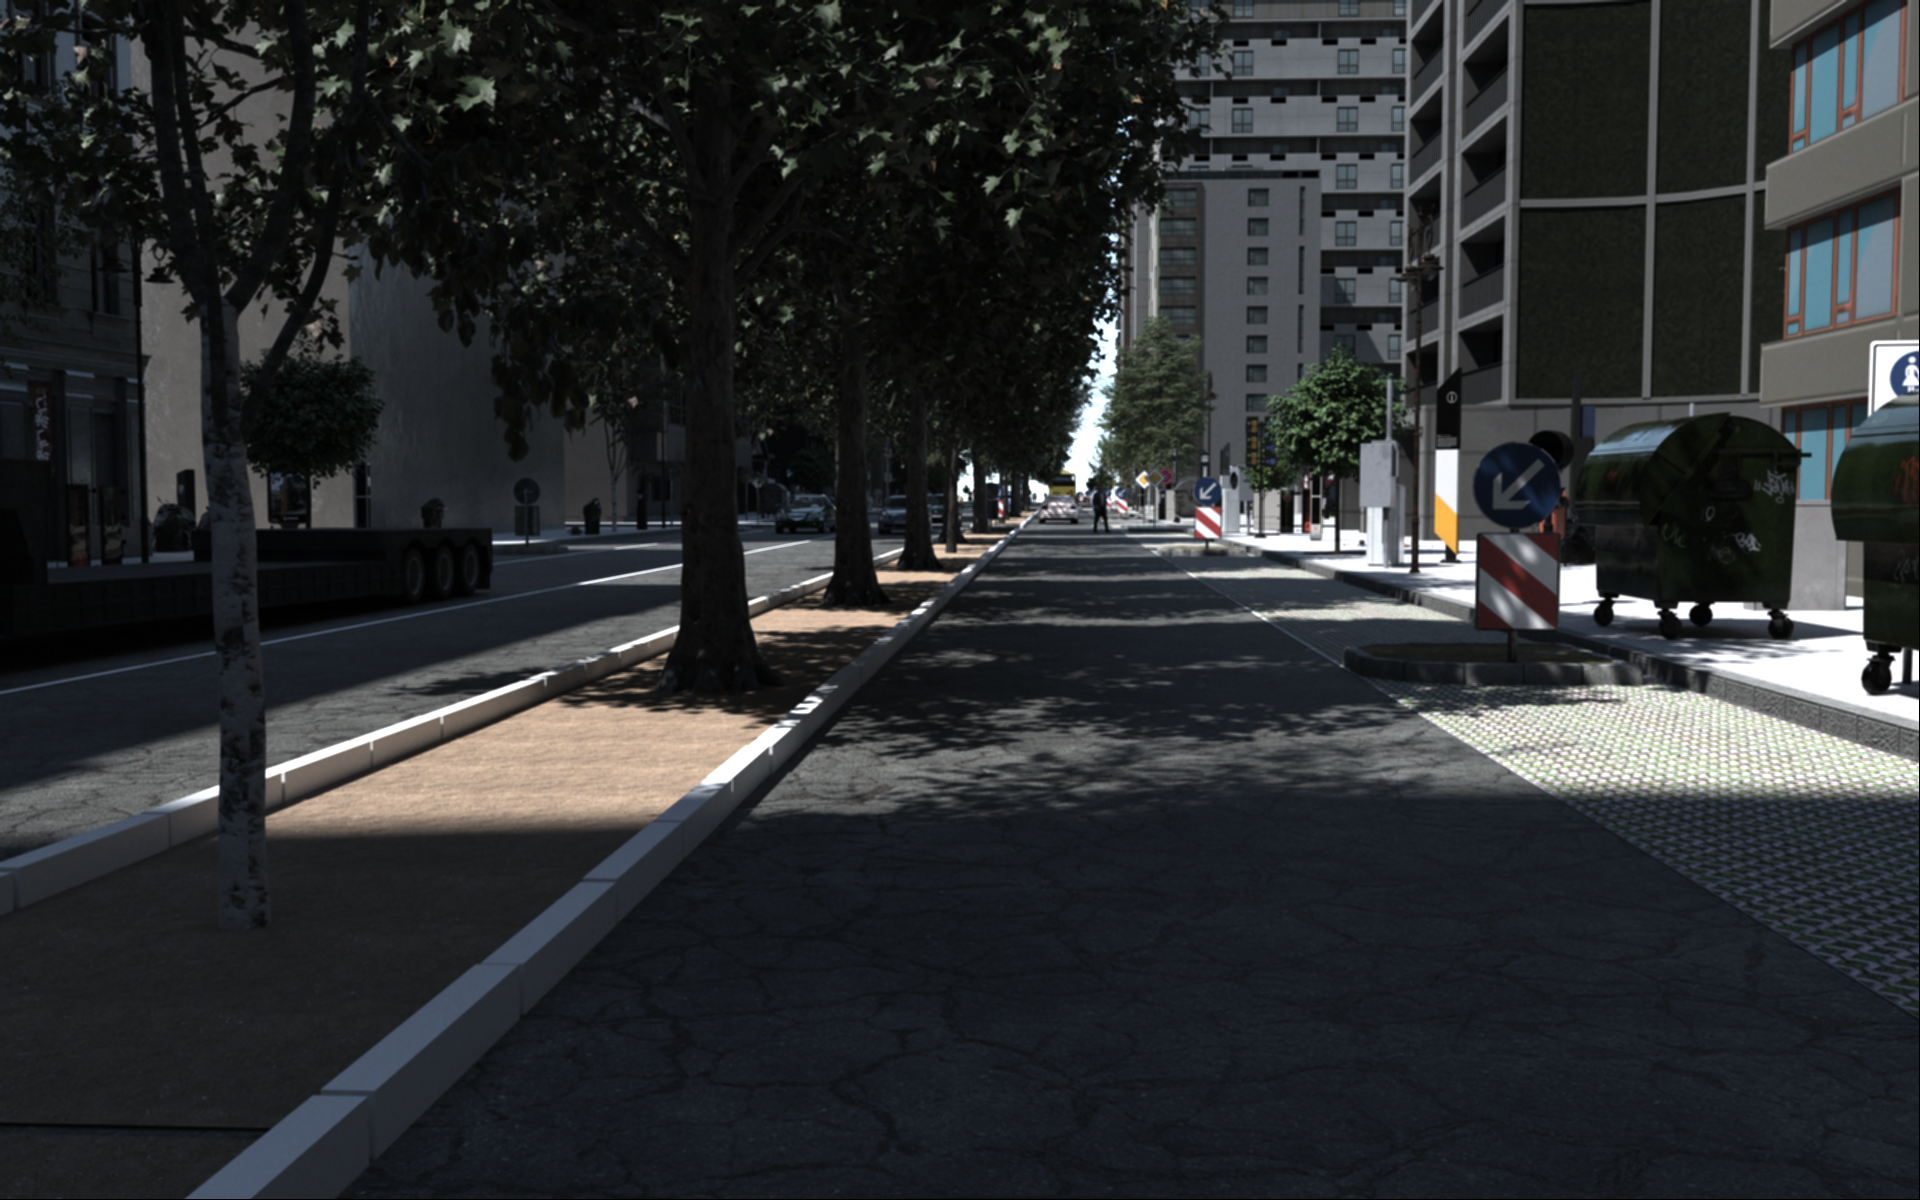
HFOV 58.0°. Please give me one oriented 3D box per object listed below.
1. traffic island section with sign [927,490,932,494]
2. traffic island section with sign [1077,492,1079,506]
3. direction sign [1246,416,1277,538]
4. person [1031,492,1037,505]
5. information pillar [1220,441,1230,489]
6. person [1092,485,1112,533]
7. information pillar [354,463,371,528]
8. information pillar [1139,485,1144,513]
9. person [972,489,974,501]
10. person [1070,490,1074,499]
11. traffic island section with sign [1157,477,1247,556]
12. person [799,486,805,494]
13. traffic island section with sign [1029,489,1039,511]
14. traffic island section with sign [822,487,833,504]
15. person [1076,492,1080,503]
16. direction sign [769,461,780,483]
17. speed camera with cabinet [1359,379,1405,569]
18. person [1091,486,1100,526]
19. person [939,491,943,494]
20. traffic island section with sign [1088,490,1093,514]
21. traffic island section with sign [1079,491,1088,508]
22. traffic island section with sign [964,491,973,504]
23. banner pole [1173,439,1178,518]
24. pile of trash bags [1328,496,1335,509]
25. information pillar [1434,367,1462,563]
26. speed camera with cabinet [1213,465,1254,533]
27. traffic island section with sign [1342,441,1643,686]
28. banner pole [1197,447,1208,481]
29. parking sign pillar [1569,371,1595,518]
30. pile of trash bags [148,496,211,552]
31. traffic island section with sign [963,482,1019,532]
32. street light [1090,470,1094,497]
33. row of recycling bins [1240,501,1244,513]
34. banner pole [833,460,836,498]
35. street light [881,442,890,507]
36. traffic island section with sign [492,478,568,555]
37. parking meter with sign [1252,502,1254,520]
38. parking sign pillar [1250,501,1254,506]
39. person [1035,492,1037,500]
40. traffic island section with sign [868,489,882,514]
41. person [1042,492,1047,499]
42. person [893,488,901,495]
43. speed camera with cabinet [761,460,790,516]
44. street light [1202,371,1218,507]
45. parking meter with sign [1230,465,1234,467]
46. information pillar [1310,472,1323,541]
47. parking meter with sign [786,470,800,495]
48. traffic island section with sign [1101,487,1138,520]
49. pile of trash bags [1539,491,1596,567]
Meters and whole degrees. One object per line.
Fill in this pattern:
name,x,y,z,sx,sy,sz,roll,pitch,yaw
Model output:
traffic island section with sign,-3.116,-10.069,173.262,1.989,1.847,2.006,0,4,3
traffic island section with sign,14.646,-11.719,200.238,1.989,1.847,2.006,0,4,3
direction sign,8.796,-3.585,50.619,0.876,3.537,0.379,0,4,7
person,10.096,-13.906,236.795,0.756,1.711,0.436,1,4,18
information pillar,11.779,-5.234,76.923,0.504,3.616,0.183,-2,4,-32
person,5.238,-3.370,63.995,0.661,1.777,0.834,-3,4,-38
information pillar,-14.308,-2.264,41.508,0.304,2.012,0.304,0,4,-6
information pillar,12.079,-6.775,115.260,0.304,2.012,0.304,-1,4,-14
person,1.028,-6.743,118.762,0.388,1.821,0.555,0,4,2
person,10.660,-9.591,165.246,0.705,1.831,1.348,1,4,12
traffic island section with sign,5.659,-1.967,40.788,1.989,1.847,2.006,0,4,3
person,-7.732,-4.705,85.441,0.388,1.821,0.555,1,4,21
traffic island section with sign,5.790,-8.581,148.441,2.006,1.907,1.989,0,4,3
traffic island section with sign,-7.421,-5.402,96.944,1.989,1.847,2.006,0,4,3
person,17.966,-15.574,263.796,0.551,1.740,0.621,-1,4,-14
direction sign,-12.825,-7.791,119.378,0.876,3.537,0.379,0,4,8
speed camera with cabinet,7.470,-2.219,30.611,0.660,3.252,2.038,1,4,21
person,6.032,-4.166,76.872,0.793,1.790,0.793,-1,4,-18
person,-2.141,-11.143,190.788,1.348,1.812,0.705,1,4,17
traffic island section with sign,10.269,-6.966,122.522,1.989,1.847,2.006,0,4,3
traffic island section with sign,13.138,-10.070,173.279,1.989,1.847,2.006,0,4,3
traffic island section with sign,1.555,-15.124,255.903,1.989,1.847,2.006,0,4,3
banner pole,9.774,-5.422,78.670,0.401,3.779,0.863,0,4,-6
pile of trash bags,29.533,-7.533,132.915,3.447,1.369,1.912,1,4,15
information pillar,9.070,-2.495,32.155,0.183,3.616,0.504,-3,5,-42
speed camera with cabinet,8.910,-3.801,56.486,0.660,3.252,2.038,-1,4,-15
traffic island section with sign,4.147,-0.321,13.875,1.989,1.847,2.006,0,4,3
banner pole,12.983,-6.292,92.895,0.863,3.779,0.401,2,4,24
parking sign pillar,13.892,-3.075,38.752,1.447,3.967,1.447,1,4,17
pile of trash bags,-18.133,-1.759,38.517,1.912,1.369,3.447,2,4,34
traffic island section with sign,1.138,-3.541,66.026,2.006,1.907,1.989,0,4,3
street light,23.162,-20.460,307.301,0.468,5.910,1.993,0,4,3
row of recycling bins,17.882,-6.794,118.201,1.069,1.692,3.534,-3,5,-44
banner pole,-8.529,-7.797,117.500,0.401,3.779,0.863,1,4,15
street light,-6.520,-10.745,148.468,0.468,5.910,1.993,0,4,3
traffic island section with sign,-10.541,-2.021,41.673,1.989,1.847,2.006,0,4,3
parking meter with sign,15.096,-5.589,87.649,0.543,3.016,1.738,1,4,17
parking sign pillar,23.968,-9.406,142.266,1.447,3.967,1.447,-3,4,-38
person,13.222,-17.720,299.014,0.721,1.735,1.217,0,4,-6
traffic island section with sign,-5.886,-7.064,124.124,1.989,1.847,2.006,0,4,3
person,13.215,-15.850,267.658,1.348,1.822,0.705,-1,4,-11
person,-5.135,-8.152,141.153,0.474,1.900,0.648,2,4,31
speed camera with cabinet,-10.692,-6.486,100.389,2.038,3.252,0.660,3,5,45
street light,9.332,-5.631,64.847,0.468,5.910,1.993,0,4,3
parking meter with sign,16.287,-6.687,105.601,0.543,3.016,1.738,0,4,0
information pillar,9.818,-2.642,47.693,0.304,2.012,0.304,1,4,17
parking meter with sign,-11.646,-7.722,122.522,0.543,3.016,1.738,-2,4,-35
traffic island section with sign,8.692,-5.261,94.640,1.989,1.847,2.006,0,4,3
pile of trash bags,11.626,-1.333,31.554,3.447,1.369,1.912,-3,4,-38
